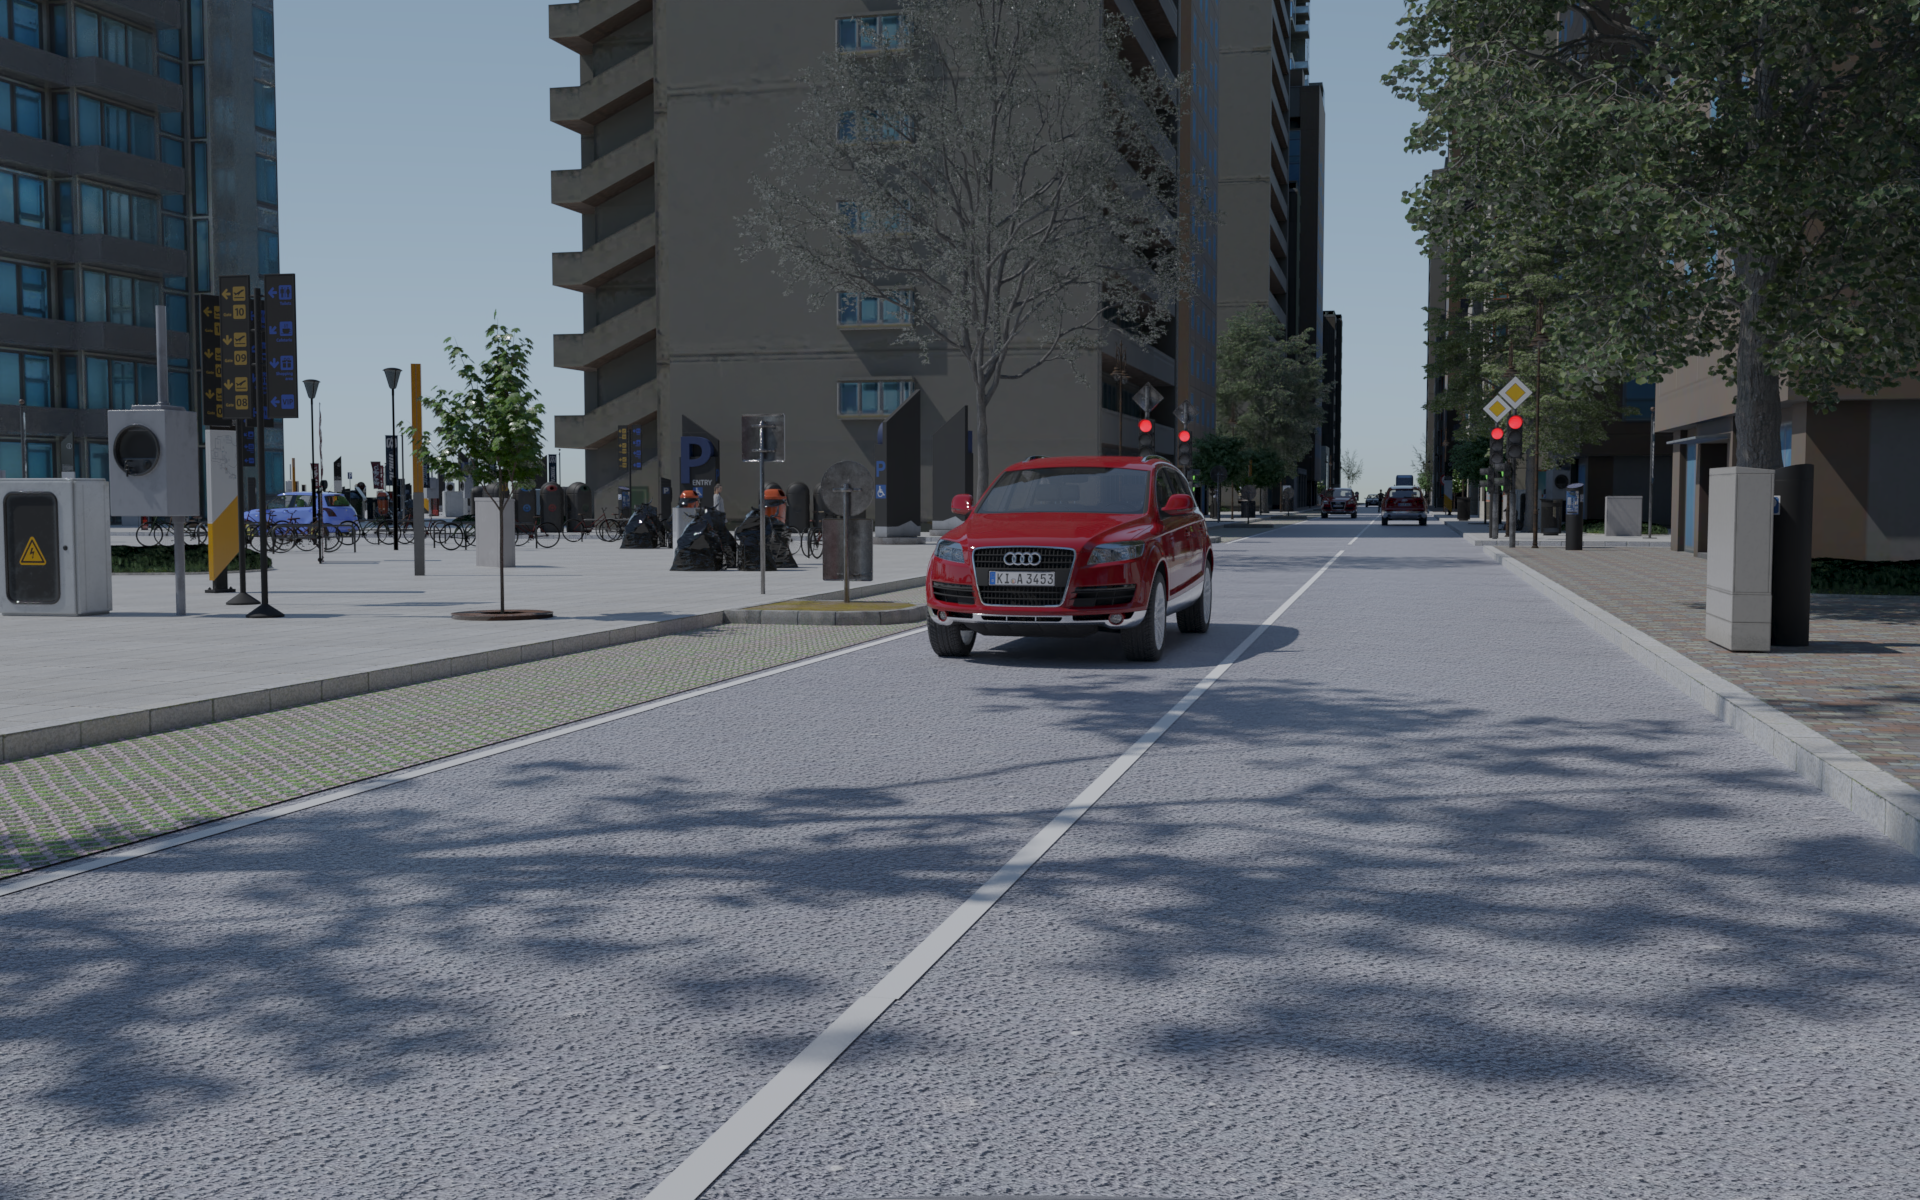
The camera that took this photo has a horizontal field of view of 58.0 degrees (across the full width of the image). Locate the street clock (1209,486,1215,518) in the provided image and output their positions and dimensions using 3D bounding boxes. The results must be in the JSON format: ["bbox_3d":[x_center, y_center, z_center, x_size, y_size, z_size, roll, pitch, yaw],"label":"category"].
[{"bbox_3d":[13.276,-5.294,91.132,0.471,2.002,0.358,3,4,38],"label":"street clock"}]

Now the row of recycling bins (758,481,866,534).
[{"bbox_3d":[-4.838,-3.036,56.759,3.534,1.692,1.069,-1,4,-11],"label":"row of recycling bins"}]

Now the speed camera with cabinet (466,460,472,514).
[{"bbox_3d":[-28.211,-6.356,98.258,0.660,3.252,2.038,-3,4,-36],"label":"speed camera with cabinet"}]

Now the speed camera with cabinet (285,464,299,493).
[{"bbox_3d":[-43.486,-7.347,114.451,2.038,3.252,0.660,1,4,10],"label":"speed camera with cabinet"}]

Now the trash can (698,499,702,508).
[{"bbox_3d":[-8.649,-2.702,55.830,0.748,1.137,0.748,0,3,0],"label":"trash can"}]

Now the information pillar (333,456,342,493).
[{"bbox_3d":[-37.920,-6.989,105.627,0.504,3.616,0.183,0,4,-4],"label":"information pillar"}]

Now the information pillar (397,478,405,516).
[{"bbox_3d":[-26.383,-4.723,81.719,0.304,2.012,0.304,1,4,23],"label":"information pillar"}]

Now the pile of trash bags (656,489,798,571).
[{"bbox_3d":[-3.706,-1.252,30.231,1.912,1.369,3.447,1,4,11],"label":"pile of trash bags"}]

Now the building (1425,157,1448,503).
[{"bbox_3d":[76.618,-37.846,242.476,21.300,48.544,21.600,1,4,14],"label":"building"}]

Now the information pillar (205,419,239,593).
[{"bbox_3d":[-9.593,-1.906,22.510,0.183,3.616,0.504,2,4,25],"label":"information pillar"}]

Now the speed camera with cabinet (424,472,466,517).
[{"bbox_3d":[-28.484,-6.185,95.455,2.038,3.252,0.660,-3,4,-37],"label":"speed camera with cabinet"}]

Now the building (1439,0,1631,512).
[{"bbox_3d":[51.247,-30.976,156.569,14.600,45.320,14.200,1,4,14],"label":"building"}]

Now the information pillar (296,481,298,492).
[{"bbox_3d":[-37.898,-5.762,98.695,0.304,2.012,0.304,-2,4,-24],"label":"information pillar"}]

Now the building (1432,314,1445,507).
[{"bbox_3d":[63.086,-20.325,177.346,27.650,21.520,28.899,1,4,14],"label":"building"}]

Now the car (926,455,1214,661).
[{"bbox_3d":[1.201,-0.491,16.696,2.281,1.827,5.304,1,4,15],"label":"car"}]

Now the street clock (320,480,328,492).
[{"bbox_3d":[-32.436,-5.125,88.362,0.358,2.002,0.471,0,4,4],"label":"street clock"}]

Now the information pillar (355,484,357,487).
[{"bbox_3d":[-42.760,-7.254,123.099,0.304,2.012,0.304,-3,5,-41],"label":"information pillar"}]

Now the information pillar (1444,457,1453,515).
[{"bbox_3d":[29.454,-6.913,104.385,0.504,3.616,0.183,2,4,27],"label":"information pillar"}]

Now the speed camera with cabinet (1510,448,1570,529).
[{"bbox_3d":[21.225,-4.222,63.361,2.038,3.252,0.660,0,4,-7],"label":"speed camera with cabinet"}]

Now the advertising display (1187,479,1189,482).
[{"bbox_3d":[8.613,-3.730,66.196,0.123,1.923,0.974,1,4,20],"label":"advertising display"}]

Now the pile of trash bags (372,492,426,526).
[{"bbox_3d":[-23.513,-3.807,71.994,1.912,1.369,3.447,0,4,-2],"label":"pile of trash bags"}]

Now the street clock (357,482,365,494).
[{"bbox_3d":[-35.149,-5.940,101.690,0.471,2.002,0.358,-1,4,-21],"label":"street clock"}]

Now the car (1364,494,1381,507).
[{"bbox_3d":[44.727,-10.854,187.244,2.009,1.686,4.222,1,4,14],"label":"car"}]

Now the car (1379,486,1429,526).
[{"bbox_3d":[20.570,-4.378,80.256,2.281,1.827,5.304,1,4,14],"label":"car"}]

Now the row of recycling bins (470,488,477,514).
[{"bbox_3d":[-25.937,-5.367,94.858,1.069,1.692,3.534,0,4,1],"label":"row of recycling bins"}]

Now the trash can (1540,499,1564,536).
[{"bbox_3d":[18.271,-2.560,53.517,0.748,1.137,0.748,0,3,0],"label":"trash can"}]

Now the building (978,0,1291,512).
[{"bbox_3d":[14.572,-31.420,137.424,21.300,48.544,21.600,1,4,14],"label":"building"}]

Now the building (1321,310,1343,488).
[{"bbox_3d":[51.950,-30.439,269.385,14.160,30.474,14.107,1,4,14],"label":"building"}]

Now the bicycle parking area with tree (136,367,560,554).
[{"bbox_3d":[-14.689,-3.324,41.356,9.016,4.147,8.231,-2,4,-27],"label":"bicycle parking area with tree"}]

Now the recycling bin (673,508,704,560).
[{"bbox_3d":[-4.882,-1.180,31.845,0.722,1.027,0.722,-1,4,-16],"label":"recycling bin"}]

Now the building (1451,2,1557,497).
[{"bbox_3d":[50.107,-29.349,134.475,22.147,44.769,28.867,1,4,14],"label":"building"}]

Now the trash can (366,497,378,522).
[{"bbox_3d":[-27.328,-4.225,80.732,0.748,1.137,0.748,0,3,0],"label":"trash can"}]

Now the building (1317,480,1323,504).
[{"bbox_3d":[30.348,-32.486,223.025,32.217,40.220,23.993,1,4,14],"label":"building"}]

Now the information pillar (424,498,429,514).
[{"bbox_3d":[-34.731,-7.410,112.514,0.504,3.616,0.183,1,4,16],"label":"information pillar"}]

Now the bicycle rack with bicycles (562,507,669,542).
[{"bbox_3d":[-9.004,-2.054,46.958,2.925,0.926,2.852,0,4,7],"label":"bicycle rack with bicycles"}]

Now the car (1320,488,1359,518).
[{"bbox_3d":[22.702,-5.806,103.603,2.281,1.827,5.304,1,4,14],"label":"car"}]

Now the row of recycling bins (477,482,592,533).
[{"bbox_3d":[-14.049,-3.087,57.586,3.534,1.692,1.069,-2,4,-24],"label":"row of recycling bins"}]

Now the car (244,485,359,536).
[{"bbox_3d":[-20.455,-2.674,53.309,3.694,1.707,1.945,1,4,13],"label":"car"}]

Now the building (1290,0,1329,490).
[{"bbox_3d":[41.921,-57.145,246.992,22.319,86.520,31.000,1,4,14],"label":"building"}]

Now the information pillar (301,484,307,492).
[{"bbox_3d":[-50.065,-7.812,132.214,0.304,2.012,0.304,0,4,-7],"label":"information pillar"}]

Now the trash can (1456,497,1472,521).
[{"bbox_3d":[24.154,-4.366,83.038,0.748,1.137,0.748,0,3,0],"label":"trash can"}]

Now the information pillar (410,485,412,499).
[{"bbox_3d":[-43.281,-8.052,136.147,0.304,2.012,0.304,1,4,15],"label":"information pillar"}]

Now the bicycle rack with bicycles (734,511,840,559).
[{"bbox_3d":[-3.214,-1.372,35.818,2.852,0.926,2.925,2,4,28],"label":"bicycle rack with bicycles"}]

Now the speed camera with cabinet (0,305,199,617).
[{"bbox_3d":[-9.103,-1.461,18.227,2.038,3.252,0.660,1,4,11],"label":"speed camera with cabinet"}]

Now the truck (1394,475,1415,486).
[{"bbox_3d":[60.728,-15.109,236.795,2.967,4.110,18.799,1,4,15],"label":"truck"}]

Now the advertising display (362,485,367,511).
[{"bbox_3d":[-44.245,-7.521,128.187,0.123,1.923,0.974,1,4,13],"label":"advertising display"}]

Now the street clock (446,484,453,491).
[{"bbox_3d":[-37.320,-7.471,126.726,0.358,2.002,0.471,3,5,43],"label":"street clock"}]

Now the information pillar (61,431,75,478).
[{"bbox_3d":[-33.216,-4.478,64.568,0.504,3.616,0.183,0,4,4],"label":"information pillar"}]

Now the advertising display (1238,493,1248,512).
[{"bbox_3d":[20.133,-7.183,122.654,0.974,1.923,0.123,3,4,39],"label":"advertising display"}]

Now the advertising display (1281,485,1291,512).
[{"bbox_3d":[23.454,-7.297,124.527,0.974,1.923,0.123,-3,5,-41],"label":"advertising display"}]

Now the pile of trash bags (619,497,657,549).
[{"bbox_3d":[-6.962,-1.972,42.000,1.912,1.369,3.447,0,4,7],"label":"pile of trash bags"}]
